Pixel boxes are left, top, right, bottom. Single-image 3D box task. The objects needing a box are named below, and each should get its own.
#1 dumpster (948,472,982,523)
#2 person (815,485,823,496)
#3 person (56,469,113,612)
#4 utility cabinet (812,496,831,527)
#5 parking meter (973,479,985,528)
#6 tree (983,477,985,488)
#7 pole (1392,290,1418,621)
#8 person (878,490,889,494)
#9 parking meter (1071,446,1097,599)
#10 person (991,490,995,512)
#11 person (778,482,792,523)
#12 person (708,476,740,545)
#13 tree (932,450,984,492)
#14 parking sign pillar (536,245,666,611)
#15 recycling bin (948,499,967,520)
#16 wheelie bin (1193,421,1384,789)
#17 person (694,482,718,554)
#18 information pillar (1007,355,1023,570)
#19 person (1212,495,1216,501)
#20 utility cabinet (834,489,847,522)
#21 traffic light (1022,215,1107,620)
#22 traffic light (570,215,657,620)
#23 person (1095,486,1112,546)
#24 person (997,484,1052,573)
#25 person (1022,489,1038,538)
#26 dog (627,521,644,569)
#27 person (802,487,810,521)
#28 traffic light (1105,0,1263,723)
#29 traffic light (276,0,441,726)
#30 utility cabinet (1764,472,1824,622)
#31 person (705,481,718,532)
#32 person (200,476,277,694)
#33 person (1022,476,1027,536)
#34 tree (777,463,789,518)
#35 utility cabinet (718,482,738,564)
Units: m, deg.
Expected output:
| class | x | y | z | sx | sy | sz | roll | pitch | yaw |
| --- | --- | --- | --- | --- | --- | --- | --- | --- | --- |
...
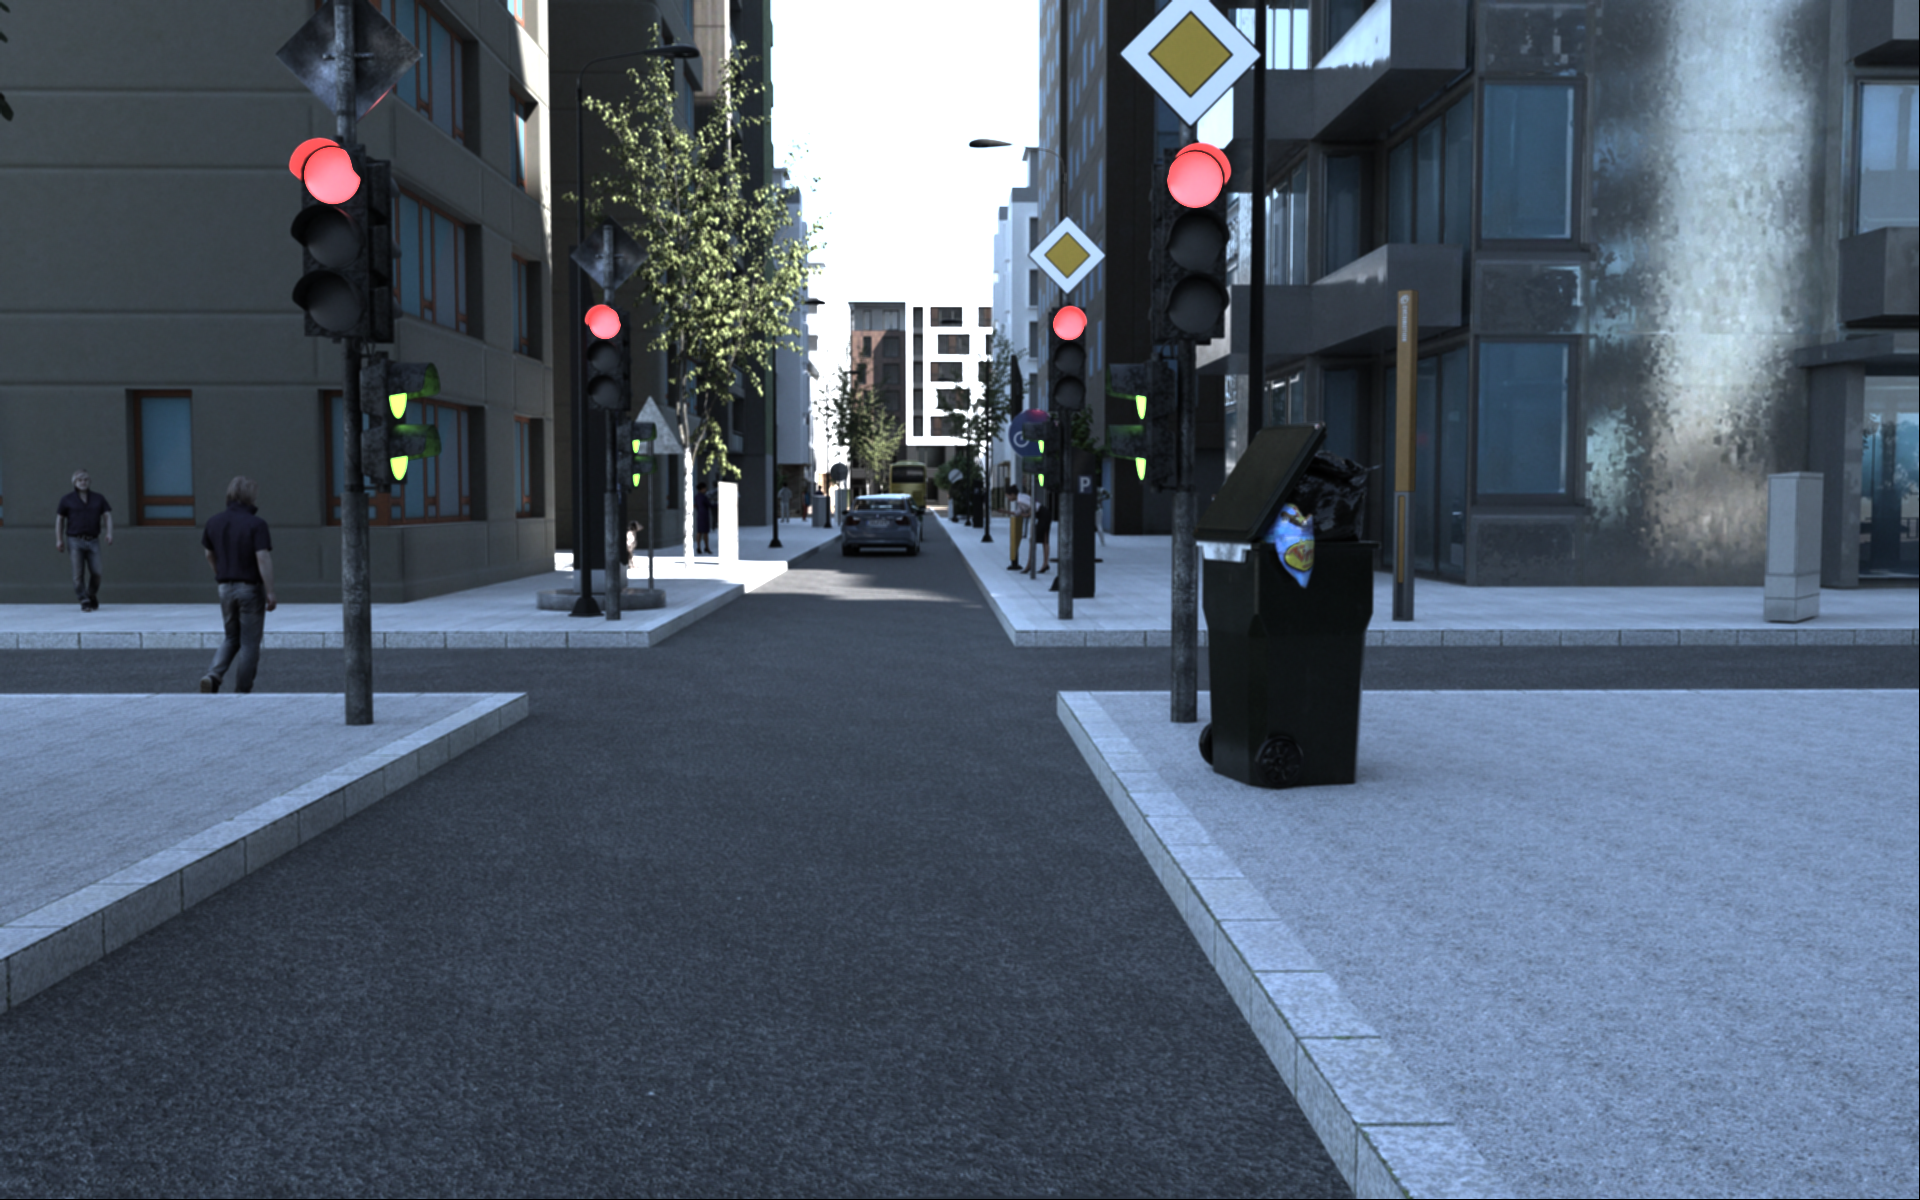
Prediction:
| class | x | y | z | sx | sy | sz | roll | pitch | yaw |
| --- | --- | --- | --- | --- | --- | --- | --- | --- | --- |
| dumpster | 0.228 | -4.656 | 78.615 | 1.502 | 2.255 | 1.985 | 0 | 4 | -1 |
| person | -7.269 | -5.109 | 90.277 | 0.576 | 1.737 | 0.504 | 2 | 4 | 26 |
| person | -9.526 | -0.656 | 18.985 | 0.569 | 1.553 | 0.471 | 0 | 4 | 1 |
| utility cabinet | -5.418 | -3.468 | 67.871 | 0.306 | 1.237 | 1.020 | 2 | 4 | 26 |
| parking meter | 0.709 | -3.684 | 65.941 | 0.399 | 1.863 | 0.255 | 2 | 4 | 32 |
| tree | 0.710 | -6.522 | 101.243 | 1.663 | 3.219 | 1.824 | 0 | 3 | 0 |
| pole | 4.488 | -1.444 | 17.445 | 0.158 | 3.312 | 0.155 | 0 | 3 | 0 |
| person | -3.832 | -4.682 | 86.505 | 0.566 | 1.644 | 0.517 | 0 | 4 | 0 |
| parking meter | 1.471 | -0.960 | 21.401 | 0.399 | 1.863 | 0.255 | -2 | 4 | -35 |
| person | 2.079 | -7.175 | 123.365 | 0.705 | 1.822 | 1.348 | -3 | 5 | -41 |
| person | -7.844 | -4.372 | 77.680 | 0.875 | 1.805 | 0.789 | -2 | 4 | -28 |
| person | -5.869 | -2.243 | 43.447 | 0.841 | 1.734 | 0.376 | 1 | 4 | 16 |
| tree | 0.132 | -8.761 | 126.953 | 4.285 | 4.588 | 4.351 | 0 | 3 | 0 |
| parking sign pillar | -4.061 | -1.899 | 19.520 | 1.447 | 3.967 | 1.447 | 0 | 4 | -3 |
| recycling bin | -0.118 | -4.481 | 85.820 | 0.722 | 1.027 | 0.722 | 1 | 4 | 22 |
| wheelie bin | 1.475 | 0.004 | 7.846 | 0.693 | 1.594 | 0.980 | -1 | 4 | -15 |
| person | -5.433 | -1.758 | 37.162 | 0.453 | 1.535 | 0.546 | 2 | 4 | 27 |
| information pillar | 0.955 | -2.325 | 29.363 | 0.183 | 3.616 | 0.504 | 1 | 4 | 17 |
| person | 7.430 | -2.457 | 50.120 | 0.435 | 1.345 | 0.340 | 2 | 4 | 32 |
| utility cabinet | -5.401 | -4.275 | 78.572 | 0.318 | 1.500 | 1.173 | -1 | 4 | -19 |
| traffic light | 1.064 | -1.757 | 17.648 | 0.839 | 4.253 | 0.868 | 0 | 4 | -1 |
| traffic light | -3.516 | -1.750 | 17.528 | 0.839 | 4.253 | 0.868 | 0 | 4 | -1 |
| person | 3.326 | -2.208 | 42.872 | 0.841 | 1.734 | 0.376 | 0 | 4 | -3 |
| person | 1.091 | -1.151 | 28.057 | 0.799 | 1.438 | 0.628 | -2 | 4 | -31 |
| person | 1.899 | -2.383 | 48.244 | 0.726 | 1.434 | 0.776 | -1 | 4 | -22 |
| dog | -5.903 | -0.944 | 29.807 | 0.800 | 0.831 | 0.513 | 1 | 4 | 10 |
| person | -7.294 | -4.549 | 82.123 | 0.444 | 1.614 | 0.593 | 3 | 4 | 38 |
| traffic light | 1.245 | -1.269 | 9.665 | 0.839 | 4.253 | 0.868 | 0 | 4 | -1 |
| traffic light | -3.334 | -1.261 | 9.545 | 0.839 | 4.253 | 0.868 | 0 | 4 | -1 |
| utility cabinet | 8.477 | -0.547 | 17.628 | 0.318 | 1.500 | 1.173 | 3 | 4 | 37 |
| person | -8.177 | -3.142 | 58.139 | 0.841 | 1.734 | 0.376 | -2 | 4 | -25 |
| person | -4.899 | -0.055 | 11.606 | 0.471 | 1.553 | 0.569 | -3 | 5 | -40 |
| person | 1.775 | -2.705 | 50.394 | 0.598 | 1.807 | 0.434 | -2 | 4 | -32 |
| tree | -9.761 | -5.935 | 91.643 | 1.663 | 3.219 | 1.824 | 0 | 3 | 0 |
| utility cabinet | -4.217 | -1.403 | 31.611 | 0.318 | 1.500 | 1.173 | 0 | 4 | -5 |
